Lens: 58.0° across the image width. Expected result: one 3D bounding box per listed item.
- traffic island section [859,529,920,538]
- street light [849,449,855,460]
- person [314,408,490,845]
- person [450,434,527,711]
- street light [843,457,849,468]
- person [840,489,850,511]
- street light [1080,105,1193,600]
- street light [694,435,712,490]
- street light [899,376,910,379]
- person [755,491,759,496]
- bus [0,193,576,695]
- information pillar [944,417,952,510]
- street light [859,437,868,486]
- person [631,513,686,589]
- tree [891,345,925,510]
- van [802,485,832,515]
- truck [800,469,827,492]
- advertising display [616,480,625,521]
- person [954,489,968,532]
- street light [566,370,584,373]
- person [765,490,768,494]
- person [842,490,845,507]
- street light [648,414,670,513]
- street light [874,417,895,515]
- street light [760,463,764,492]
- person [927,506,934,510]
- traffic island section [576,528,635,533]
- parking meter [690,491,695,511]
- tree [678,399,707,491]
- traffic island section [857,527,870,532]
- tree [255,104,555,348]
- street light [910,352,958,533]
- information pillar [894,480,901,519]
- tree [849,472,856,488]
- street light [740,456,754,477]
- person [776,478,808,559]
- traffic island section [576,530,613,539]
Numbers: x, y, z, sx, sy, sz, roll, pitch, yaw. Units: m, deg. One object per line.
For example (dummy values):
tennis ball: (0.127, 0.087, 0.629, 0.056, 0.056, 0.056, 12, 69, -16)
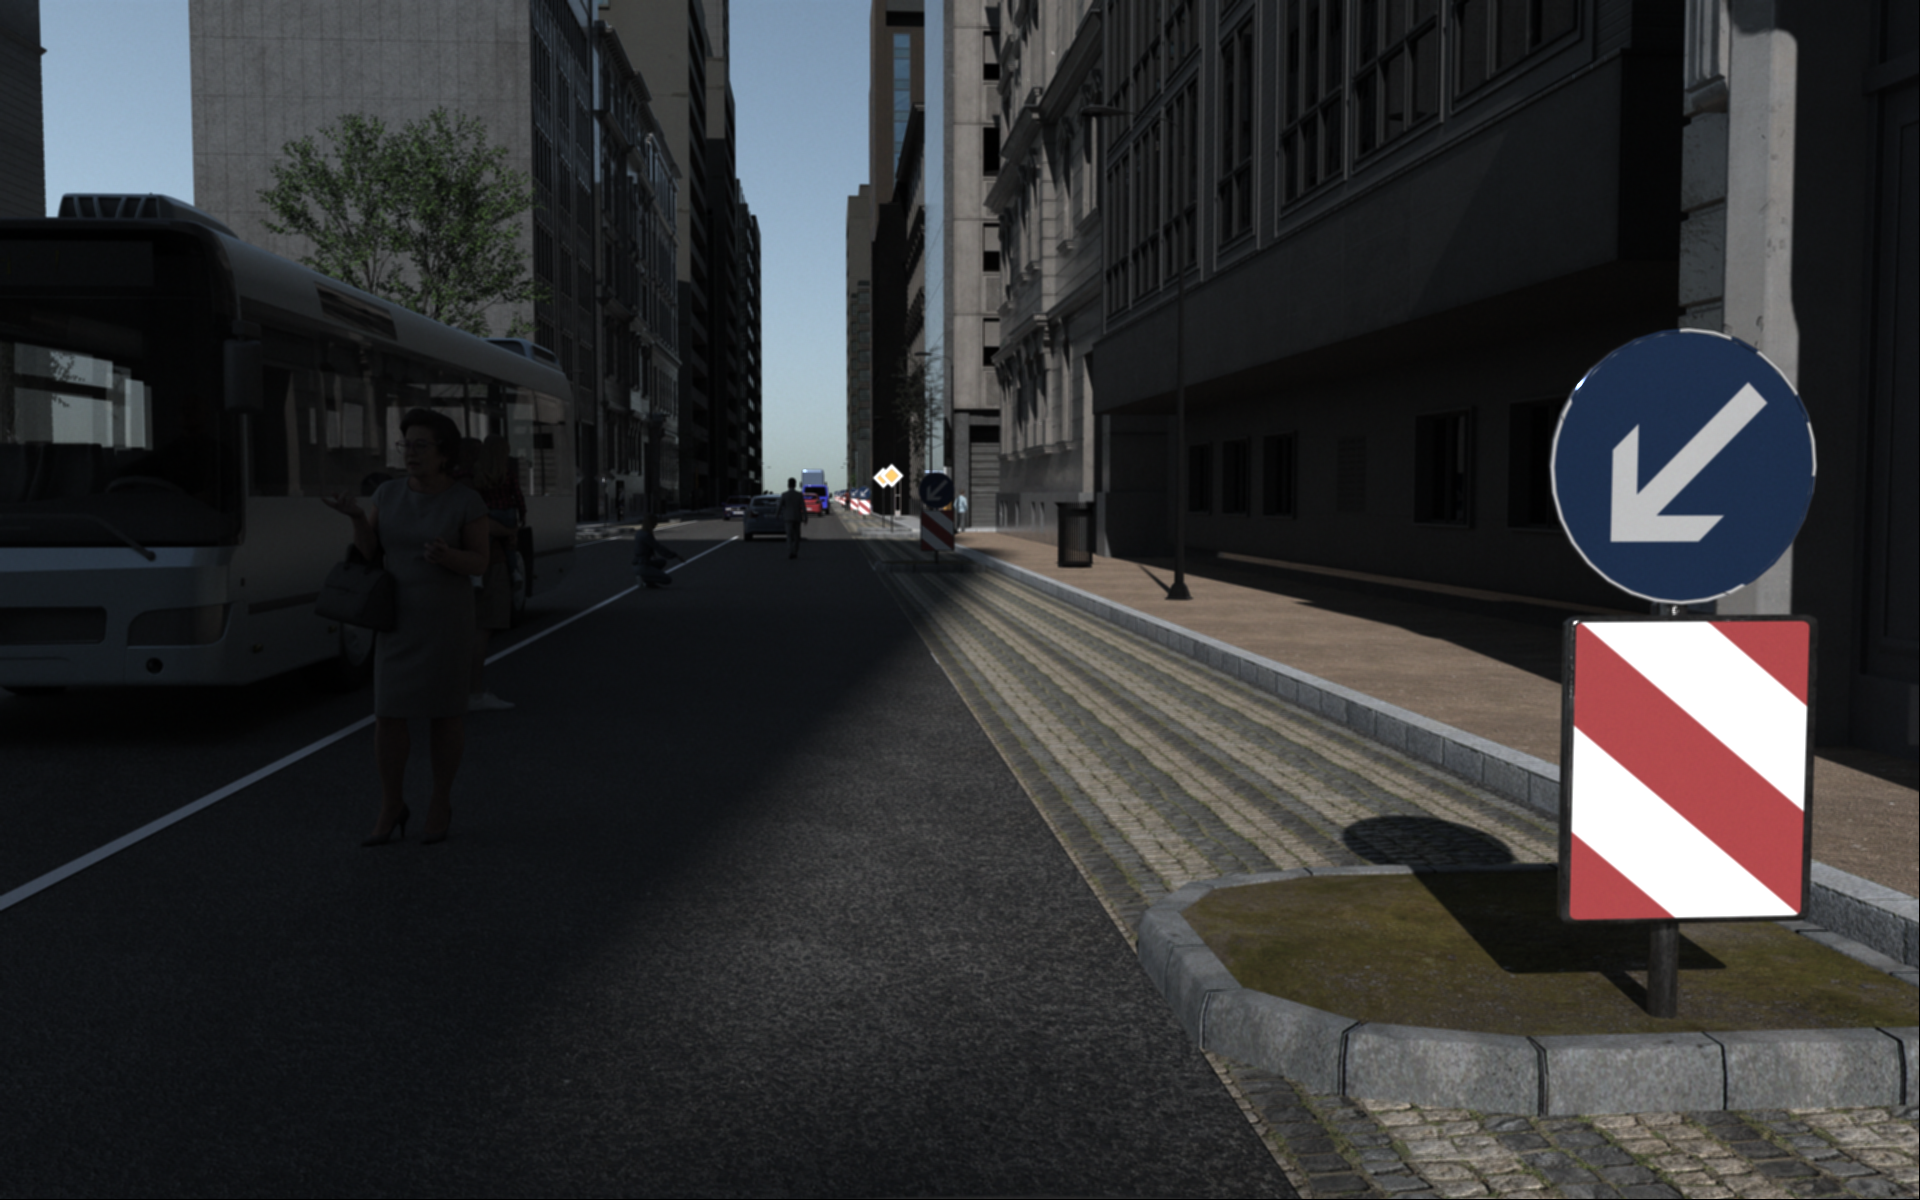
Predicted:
traffic island section: (-2.231, -2.140, 57.277, 2.009, 0.180, 2.903, 0, 4, -5)
street light: (-10.499, -12.703, 180.240, 1.470, 5.913, 1.316, 0, 4, -5)
person: (-2.298, 0.110, 7.063, 0.716, 1.782, 0.532, 0, 4, 3)
person: (-3.176, -0.189, 11.569, 0.580, 1.828, 0.573, 1, 4, 17)
street light: (-14.272, -15.564, 227.011, 1.470, 5.913, 1.316, 0, 4, -5)
person: (-9.423, -8.348, 144.920, 1.348, 1.831, 0.705, -1, 4, -14)
street light: (2.131, -2.958, 20.909, 1.470, 5.913, 1.316, 0, 4, -5)
street light: (-20.756, -10.266, 140.384, 1.470, 5.913, 1.316, 0, 4, -5)
street light: (-1.681, -5.840, 68.028, 1.470, 5.913, 1.316, 0, 4, -5)
person: (-22.579, -11.276, 193.538, 1.217, 1.739, 0.721, -3, 4, -38)
bus: (-5.745, -1.246, 15.225, 2.948, 3.499, 13.247, 0, 4, -3)
information pillar: (-0.381, -3.748, 52.638, 0.183, 3.616, 0.504, 1, 4, 20)
street light: (-7.724, -10.509, 144.364, 1.470, 5.913, 1.316, 0, 4, -5)
person: (-4.654, -0.757, 26.377, 0.738, 1.151, 1.012, -1, 4, -23)
tree: (-1.419, -7.992, 81.035, 4.360, 8.622, 3.978, 0, 3, 0)
van: (-10.056, -7.119, 120.780, 2.240, 2.365, 5.245, 0, 4, -4)
truck: (-15.695, -11.850, 183.509, 2.967, 4.110, 18.799, 0, 4, -4)
advertising display: (-16.013, -4.675, 81.642, 0.123, 1.923, 0.974, 0, 4, 5)
person: (0.061, -3.061, 60.350, 0.330, 1.601, 0.589, -3, 5, -44)
street light: (-14.786, -5.657, 65.035, 1.470, 5.913, 1.316, 0, 4, -5)
person: (-15.703, -8.098, 141.608, 0.721, 1.736, 1.217, -1, 4, -9)
person: (-11.730, -10.086, 173.371, 0.705, 1.831, 1.348, -1, 4, -17)
street light: (-17.555, -7.854, 100.953, 1.470, 5.913, 1.316, 0, 4, -5)
street light: (-4.454, -8.034, 103.905, 1.470, 5.913, 1.316, 0, 4, -5)
street light: (-30.027, -17.541, 259.329, 1.470, 5.913, 1.316, 0, 4, -5)
person: (-0.841, -2.077, 47.133, 0.373, 1.253, 0.362, 1, 4, 15)
traffic island section: (-13.219, -2.578, 64.427, 2.009, 0.180, 2.903, 0, 4, -5)
parking meter: (-20.052, -7.438, 130.018, 0.372, 1.533, 0.369, 0, 3, 0)
tree: (-21.563, -11.086, 131.623, 4.360, 8.622, 3.978, 0, 3, 0)
traffic island section: (-2.860, -2.627, 65.237, 2.009, 0.180, 2.903, 0, 4, -5)
tree: (-14.978, -7.428, 47.202, 9.928, 11.665, 9.643, 0, 3, 0)
street light: (-0.795, -5.152, 56.773, 1.470, 5.913, 1.316, 0, 4, -5)
information pillar: (-3.157, -5.077, 87.502, 0.304, 2.012, 0.304, 0, 4, -7)
tree: (-12.756, -14.656, 223.339, 4.285, 4.588, 4.351, 0, 3, 0)
street light: (-27.207, -15.346, 223.444, 1.470, 5.913, 1.316, 0, 4, -5)
person: (-3.730, -1.816, 38.465, 0.678, 1.792, 0.850, -1, 4, -12)
traffic island section: (-12.590, -2.091, 56.466, 2.009, 0.180, 2.903, 0, 4, -5)
